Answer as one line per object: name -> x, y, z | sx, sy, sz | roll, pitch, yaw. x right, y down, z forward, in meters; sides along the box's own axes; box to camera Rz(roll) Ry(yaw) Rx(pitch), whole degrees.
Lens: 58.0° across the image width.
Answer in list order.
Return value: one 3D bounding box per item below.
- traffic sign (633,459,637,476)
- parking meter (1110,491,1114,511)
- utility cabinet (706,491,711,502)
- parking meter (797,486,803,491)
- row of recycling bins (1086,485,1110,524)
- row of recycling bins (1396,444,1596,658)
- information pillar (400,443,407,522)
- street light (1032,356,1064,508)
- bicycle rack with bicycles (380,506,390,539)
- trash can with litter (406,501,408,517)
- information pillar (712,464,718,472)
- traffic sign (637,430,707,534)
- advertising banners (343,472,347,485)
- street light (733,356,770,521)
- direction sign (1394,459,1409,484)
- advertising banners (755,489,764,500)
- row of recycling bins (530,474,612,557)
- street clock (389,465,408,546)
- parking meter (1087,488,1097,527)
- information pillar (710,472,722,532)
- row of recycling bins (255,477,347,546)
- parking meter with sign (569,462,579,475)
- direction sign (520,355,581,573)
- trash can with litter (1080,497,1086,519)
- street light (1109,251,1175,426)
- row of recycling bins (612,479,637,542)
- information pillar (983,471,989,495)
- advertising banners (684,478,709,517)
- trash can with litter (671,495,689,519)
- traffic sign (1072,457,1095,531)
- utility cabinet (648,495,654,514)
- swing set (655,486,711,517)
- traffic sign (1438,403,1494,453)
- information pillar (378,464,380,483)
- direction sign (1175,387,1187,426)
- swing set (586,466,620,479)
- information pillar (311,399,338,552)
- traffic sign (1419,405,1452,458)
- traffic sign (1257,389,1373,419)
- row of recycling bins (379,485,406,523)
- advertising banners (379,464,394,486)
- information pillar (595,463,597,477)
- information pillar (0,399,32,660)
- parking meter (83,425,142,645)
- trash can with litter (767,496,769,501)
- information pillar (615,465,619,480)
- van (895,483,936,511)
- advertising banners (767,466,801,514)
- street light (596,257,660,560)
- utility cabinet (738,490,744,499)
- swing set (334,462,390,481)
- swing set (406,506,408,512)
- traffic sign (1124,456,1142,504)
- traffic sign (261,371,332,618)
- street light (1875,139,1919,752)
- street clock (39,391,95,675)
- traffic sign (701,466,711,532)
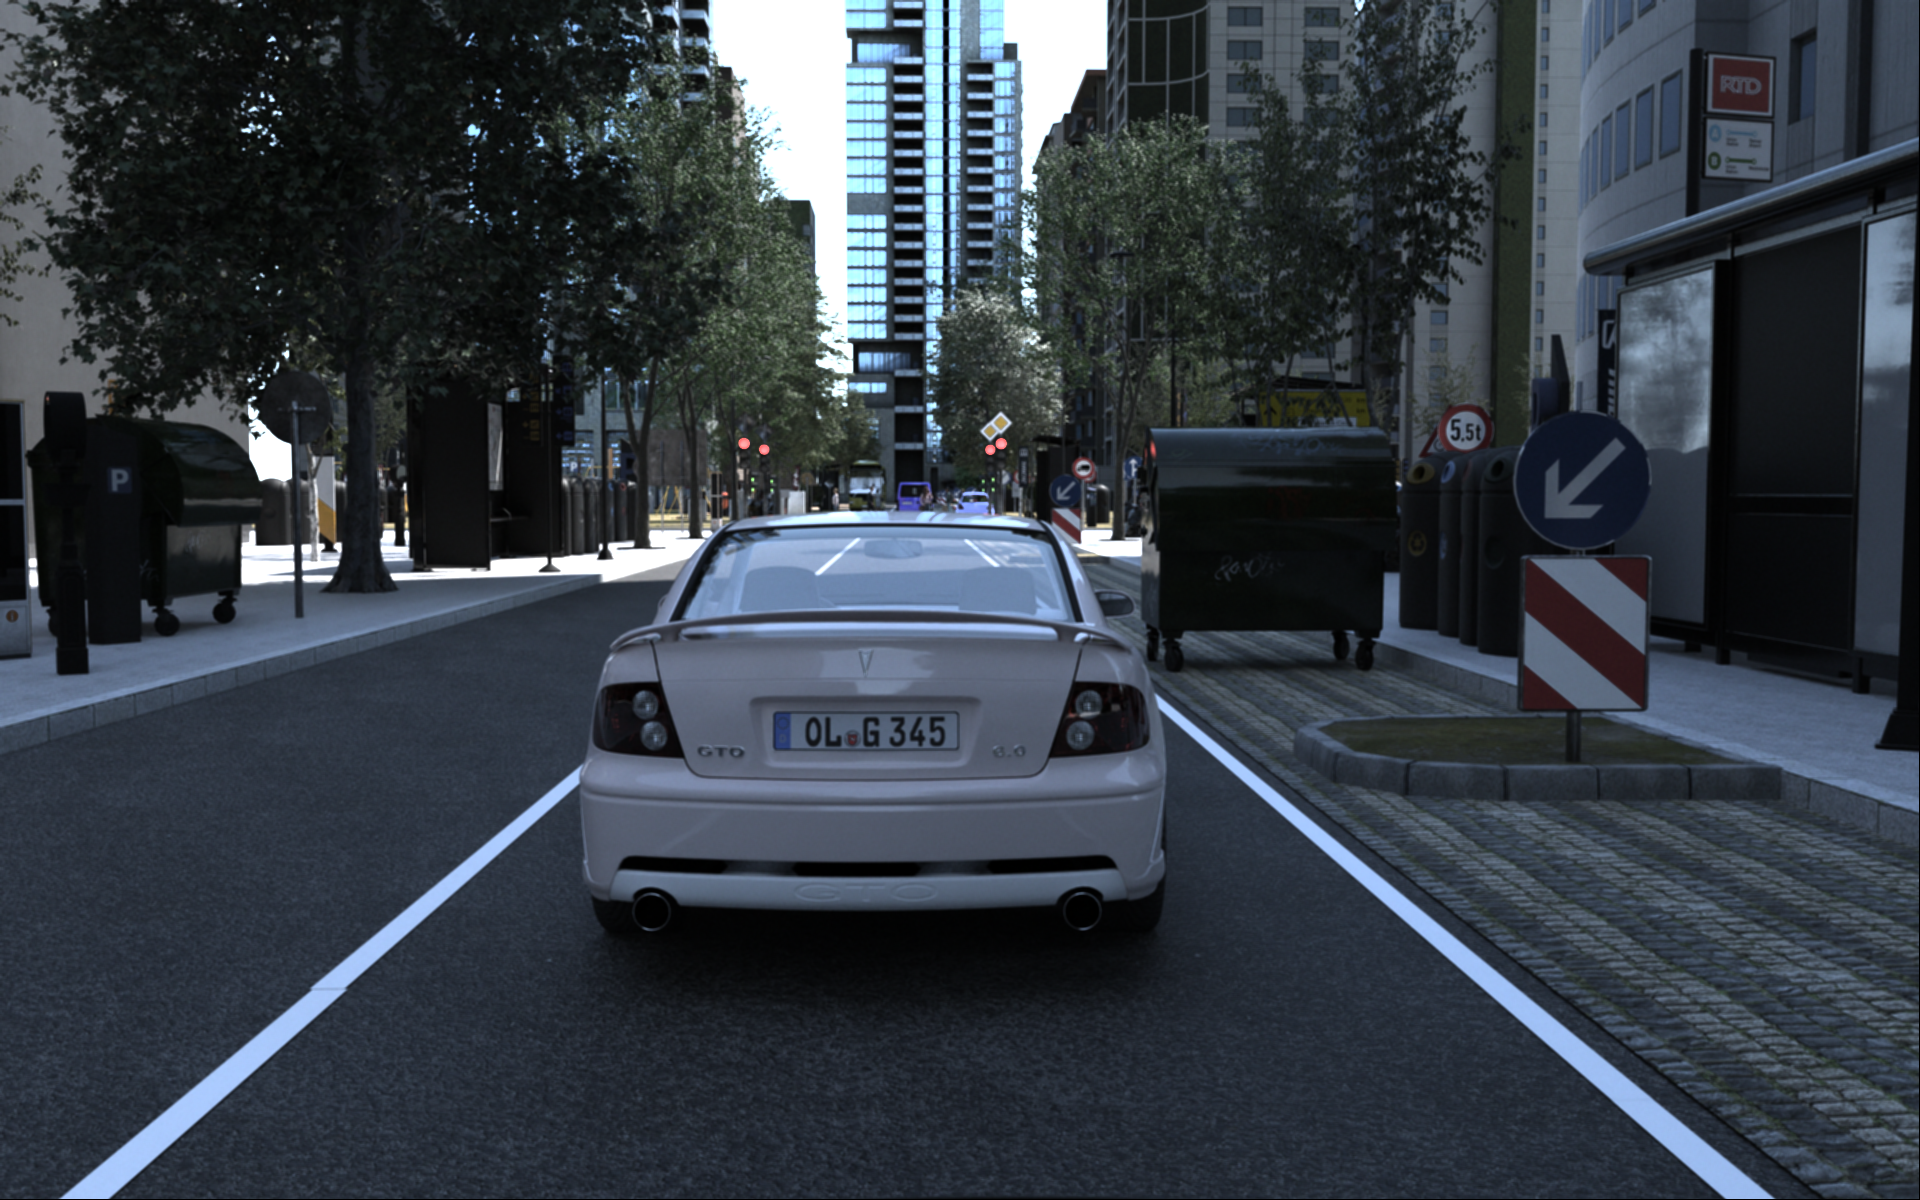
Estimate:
traffic sign -> -10.609, -3.547, 58.099 | 0.768, 2.556, 0.104 | 0, 4, 8
parking meter -> 11.444, -7.426, 129.819 | 0.372, 1.533, 0.369 | 0, 3, 0
utility cabinet -> -16.050, -6.315, 111.933 | 0.318, 1.500, 1.173 | -2, 4, -32
parking meter -> -11.160, -7.026, 120.592 | 0.399, 1.863, 0.255 | 2, 4, 35
row of recycling bins -> 6.056, -4.259, 76.739 | 1.069, 1.692, 3.534 | 0, 4, 2
row of recycling bins -> 4.691, -0.497, 15.241 | 1.069, 1.692, 3.534 | 0, 4, 1
information pillar -> -25.500, -5.382, 79.356 | 0.183, 3.616, 0.504 | 0, 4, -2
street light -> 2.915, -5.231, 58.072 | 1.470, 5.913, 1.316 | 0, 4, -2
bicycle rack with bicycles -> -17.706, -2.251, 50.185 | 2.852, 0.926, 2.925 | -1, 4, -10
trash can with litter -> -31.070, -5.237, 97.004 | 1.055, 1.170, 0.624 | 1, 4, 16
information pillar -> -18.831, -8.672, 133.139 | 0.504, 3.616, 0.183 | 3, 4, 38
traffic sign -> -9.144, -3.738, 54.987 | 2.265, 3.308, 0.079 | 0, 4, 5
advertising banners -> -49.859, -8.702, 138.471 | 2.074, 3.025, 0.090 | -1, 4, -22
street light -> -7.085, -5.254, 58.441 | 1.470, 5.913, 1.316 | 0, 4, -2
direction sign -> 28.273, -7.280, 111.022 | 0.876, 3.537, 0.379 | 1, 4, 21
advertising banners -> -14.656, -8.122, 128.974 | 2.074, 3.025, 0.090 | 0, 4, 8
row of recycling bins -> -8.390, -1.827, 36.984 | 1.069, 1.692, 3.534 | 0, 4, 0
street clock -> -13.786, -2.325, 42.580 | 0.358, 2.002, 0.471 | 1, 4, 19
parking meter -> 5.110, -3.591, 67.127 | 0.372, 1.533, 0.369 | 0, 3, 0
information pillar -> -8.175, -3.280, 58.120 | 0.304, 2.012, 0.304 | 1, 4, 16
row of recycling bins -> -16.814, -2.284, 44.459 | 1.069, 1.692, 3.534 | 1, 4, 11
parking meter with sign -> -21.118, -5.917, 93.002 | 0.543, 3.016, 1.738 | 1, 4, 18
direction sign -> -6.740, -2.223, 28.344 | 0.876, 3.537, 0.379 | 0, 4, -4
trash can with litter -> 6.281, -4.696, 87.831 | 2.233, 1.210, 1.678 | -1, 4, -16
street light -> 3.557, -3.719, 33.343 | 1.470, 5.913, 1.316 | 0, 4, -2
row of recycling bins -> -9.491, -2.399, 46.333 | 1.069, 1.692, 3.534 | 0, 4, 7
information pillar -> 1.974, -8.390, 128.527 | 0.504, 3.616, 0.183 | -1, 4, -21
advertising banners -> -13.735, -5.858, 91.974 | 2.074, 3.025, 0.090 | 0, 4, -3
trash can with litter -> -14.123, -4.796, 89.468 | 1.678, 1.210, 2.233 | -2, 4, -25
traffic sign -> 4.227, -3.623, 59.338 | 0.768, 2.556, 0.104 | 0, 4, 1
utility cabinet -> -20.726, -6.322, 114.519 | 1.020, 1.237, 0.306 | 2, 4, 28
swing set -> -15.756, -6.229, 99.472 | 2.862, 2.851, 3.119 | 0, 4, 4
traffic sign -> 7.093, -1.484, 24.378 | 0.768, 2.556, 0.104 | 0, 4, 5
information pillar -> -45.252, -8.785, 134.982 | 0.183, 3.616, 0.504 | -2, 4, -23
direction sign -> 4.718, -2.754, 37.020 | 0.379, 3.537, 0.876 | 1, 4, 23
swing set -> -19.847, -6.166, 98.438 | 3.119, 2.851, 2.862 | 2, 4, 29
information pillar -> -14.023, -2.863, 38.161 | 0.504, 3.616, 0.183 | -1, 4, -9
traffic sign -> 7.125, -1.546, 25.279 | 0.884, 2.594, 0.081 | 0, 4, 1
traffic sign -> 6.881, -2.437, 33.719 | 2.265, 3.308, 0.079 | 0, 4, -1
row of recycling bins -> -25.812, -4.182, 75.494 | 1.069, 1.692, 3.534 | 3, 5, 41
advertising banners -> -33.868, -6.508, 102.596 | 0.090, 3.025, 2.074 | 1, 4, 11
information pillar -> -27.115, -8.421, 129.039 | 0.183, 3.616, 0.504 | 0, 4, -1
information pillar -> -7.466, -0.548, 13.450 | 0.304, 2.012, 0.304 | 2, 4, 31
parking meter -> -7.276, -0.561, 14.887 | 0.255, 1.863, 0.399 | 2, 4, 30
trash can with litter -> -15.154, -7.634, 136.211 | 0.624, 1.170, 1.055 | -2, 4, -23
information pillar -> -27.159, -8.915, 137.114 | 0.183, 3.616, 0.504 | -2, 4, -33
van -> -2.441, -5.490, 94.138 | 2.240, 2.365, 5.245 | 0, 4, -1
advertising banners -> -10.869, -6.783, 107.094 | 2.074, 3.025, 0.090 | 0, 4, 6
street light -> -6.358, -3.730, 33.525 | 1.470, 5.913, 1.316 | 0, 4, -2
utility cabinet -> -11.980, -5.242, 94.390 | 0.318, 1.500, 1.173 | -1, 4, -14
swing set -> -30.332, -5.364, 85.324 | 3.119, 2.851, 2.862 | 1, 4, 19
swing set -> -35.853, -6.643, 106.228 | 3.119, 2.851, 2.862 | -2, 4, -35
traffic sign -> 5.863, -3.544, 58.046 | 0.768, 2.556, 0.104 | 0, 4, 6
traffic sign -> -6.856, -1.088, 17.894 | 0.768, 2.556, 0.104 | 0, 4, 6
street light -> 4.252, -2.204, 8.579 | 1.470, 5.913, 1.316 | 0, 4, -2
street clock -> -6.344, -0.474, 12.322 | 0.358, 2.002, 0.471 | -2, 4, -33
traffic sign -> -8.765, -3.592, 58.732 | 0.884, 2.594, 0.081 | 0, 4, -1
